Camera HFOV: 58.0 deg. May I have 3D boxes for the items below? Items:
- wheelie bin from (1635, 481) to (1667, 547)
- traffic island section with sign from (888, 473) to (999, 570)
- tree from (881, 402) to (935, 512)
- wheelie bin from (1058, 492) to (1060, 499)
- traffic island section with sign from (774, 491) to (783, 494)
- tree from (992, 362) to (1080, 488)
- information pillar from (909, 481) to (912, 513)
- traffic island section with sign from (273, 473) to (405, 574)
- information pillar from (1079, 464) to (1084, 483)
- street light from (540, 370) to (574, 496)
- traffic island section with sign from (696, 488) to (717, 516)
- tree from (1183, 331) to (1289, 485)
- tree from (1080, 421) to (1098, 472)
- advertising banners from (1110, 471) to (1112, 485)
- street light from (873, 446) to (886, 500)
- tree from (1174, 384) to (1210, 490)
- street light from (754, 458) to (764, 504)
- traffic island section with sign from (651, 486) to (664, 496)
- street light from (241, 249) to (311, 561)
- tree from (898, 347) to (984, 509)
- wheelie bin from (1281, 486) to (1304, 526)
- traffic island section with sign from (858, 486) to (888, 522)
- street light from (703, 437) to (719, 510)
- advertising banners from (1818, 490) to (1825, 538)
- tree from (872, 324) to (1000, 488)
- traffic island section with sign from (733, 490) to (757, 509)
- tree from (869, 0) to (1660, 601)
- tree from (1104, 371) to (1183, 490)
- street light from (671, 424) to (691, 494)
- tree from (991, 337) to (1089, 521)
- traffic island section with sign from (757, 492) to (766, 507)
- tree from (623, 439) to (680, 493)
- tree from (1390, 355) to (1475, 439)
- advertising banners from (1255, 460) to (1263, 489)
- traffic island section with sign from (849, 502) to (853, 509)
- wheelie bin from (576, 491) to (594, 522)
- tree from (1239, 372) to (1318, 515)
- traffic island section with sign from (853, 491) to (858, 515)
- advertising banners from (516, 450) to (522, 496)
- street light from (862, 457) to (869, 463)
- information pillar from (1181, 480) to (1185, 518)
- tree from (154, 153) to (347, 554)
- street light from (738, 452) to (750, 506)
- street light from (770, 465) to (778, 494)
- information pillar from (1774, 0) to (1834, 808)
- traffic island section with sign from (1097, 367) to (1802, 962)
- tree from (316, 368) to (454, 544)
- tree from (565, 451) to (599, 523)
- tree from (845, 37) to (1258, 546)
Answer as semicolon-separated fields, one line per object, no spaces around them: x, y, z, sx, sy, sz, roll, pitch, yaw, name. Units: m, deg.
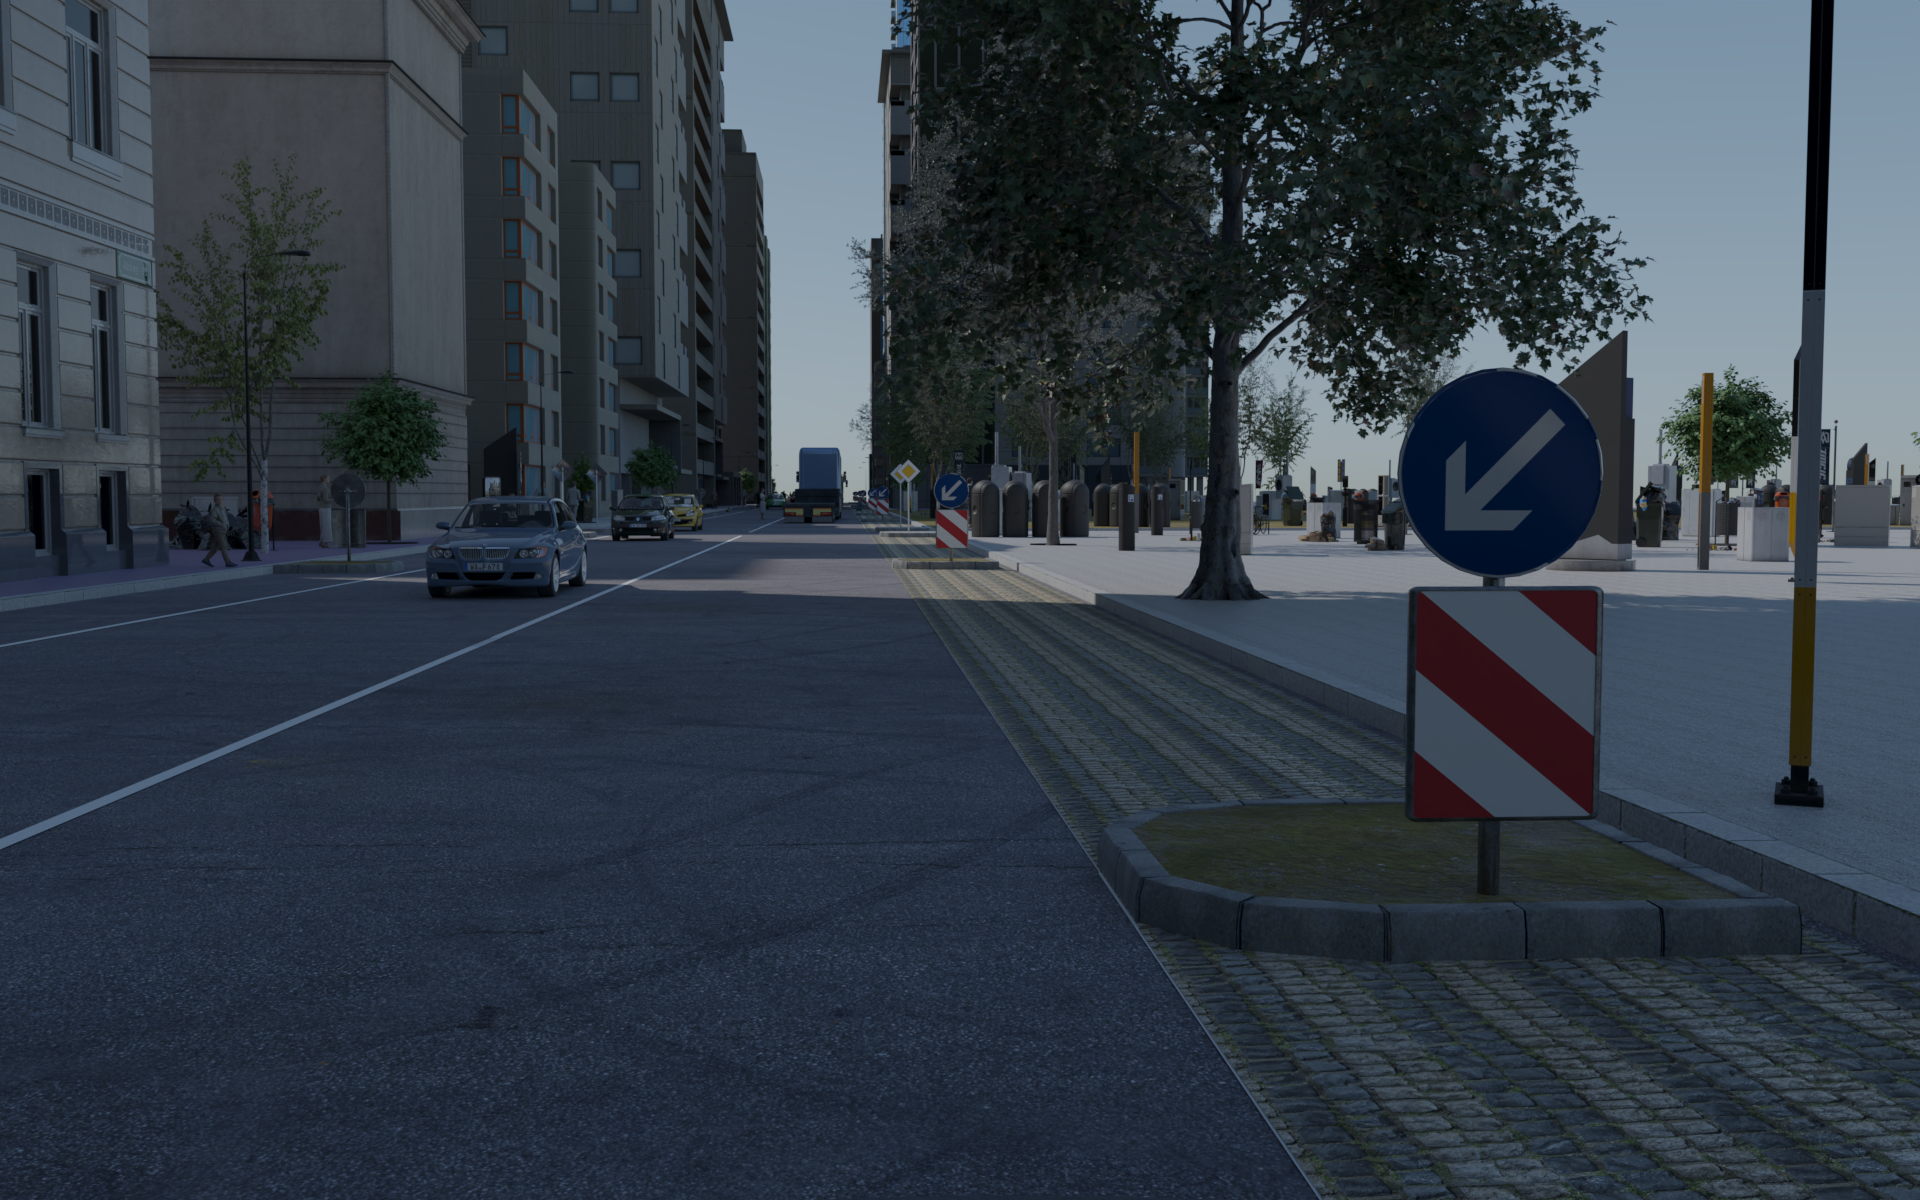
16.683;-2.075;41.839;0.693;1.594;0.980;2;4;26;wheelie bin
-0.319;-1.527;33.588;1.989;1.847;2.006;0;4;-4;traffic island section with sign
-3.435;-10.622;124.024;4.737;8.622;4.395;0;3;0;tree
3.428;-3.567;66.222;0.980;1.594;0.693;0;4;-7;wheelie bin
-28.046;-16.263;274.519;1.989;1.847;2.006;0;4;-4;traffic island section with sign
3.768;-8.533;89.871;4.737;8.622;4.395;0;3;0;tree
-3.477;-7.886;120.284;0.183;3.616;0.504;1;4;14;information pillar
-11.482;-1.444;32.232;1.989;1.847;2.006;0;4;-4;traffic island section with sign
9.508;-8.814;135.460;0.504;3.616;0.183;-3;5;-41;information pillar
-15.172;-5.661;65.103;1.470;5.913;1.316;0;4;-4;street light
-17.121;-6.483;114.630;1.989;1.847;2.006;0;4;-4;traffic island section with sign
12.812;-7.861;78.882;4.360;8.622;3.978;0;3;0;tree
7.553;-10.481;121.722;4.737;8.622;4.395;0;3;0;tree
11.374;-8.101;128.647;0.090;3.025;2.074;0;4;-7;advertising banners
-7.781;-11.910;167.274;1.470;5.913;1.316;0;4;-4;street light
15.753;-9.733;109.498;4.737;8.622;4.395;0;3;0;tree
-26.105;-15.416;224.596;1.470;5.913;1.316;0;4;-4;street light
-15.278;-4.839;87.737;1.989;1.847;2.006;0;4;-4;traffic island section with sign
-13.028;-3.699;33.014;1.470;5.913;1.316;0;4;-4;street light
-0.990;-8.029;81.638;4.360;8.622;3.978;0;3;0;tree
13.329;-3.772;69.588;0.980;1.594;0.693;-2;4;-28;wheelie bin
-4.077;-4.884;88.482;1.989;1.847;2.006;0;4;-4;traffic island section with sign
-20.407;-10.333;141.482;1.470;5.913;1.316;0;4;-4;street light
24.974;-3.348;50.926;0.090;3.025;2.074;0;4;5;advertising banners
-0.999;-11.009;98.118;7.486;12.596;7.792;0;3;0;tree
-20.483;-9.496;163.892;1.989;1.847;2.006;0;4;-4;traffic island section with sign
3.319;-6.351;20.850;9.611;12.733;9.660;0;3;0;tree
9.036;-8.455;88.604;4.360;8.622;3.978;0;3;0;tree
-18.553;-8.707;114.906;1.470;5.913;1.316;0;4;-4;street light
3.583;-8.031;81.677;4.360;8.622;3.978;0;3;0;tree
-22.354;-11.159;191.079;1.989;1.847;2.006;0;4;-4;traffic island section with sign
-18.440;-7.338;103.682;4.285;4.588;4.351;0;3;0;tree
24.403;-8.504;89.405;4.360;8.622;3.978;0;3;0;tree
14.824;-5.693;89.263;0.090;3.025;2.074;-3;5;-39;advertising banners
-9.388;-9.627;166.025;1.989;1.847;2.006;0;4;-4;traffic island section with sign
-17.451;-4.440;80.500;0.980;1.594;0.693;3;4;38;wheelie bin
19.126;-9.363;103.446;4.737;8.622;4.395;0;3;0;tree
-5.974;-6.563;115.941;1.989;1.847;2.006;0;4;-4;traffic island section with sign
-17.502;-4.441;68.791;0.090;3.025;2.074;-1;4;-9;advertising banners
-11.219;-14.986;217.554;1.470;5.913;1.316;0;4;-4;street light
11.882;-5.424;93.177;0.304;2.012;0.304;-2;4;-30;information pillar
-15.198;-5.308;37.145;4.737;8.622;4.395;0;3;0;tree
-23.846;-13.379;191.281;1.470;5.913;1.316;0;4;-4;street light
-29.476;-18.481;274.698;1.470;5.913;1.316;0;4;-4;street light
3.556;-0.971;7.231;0.183;3.616;0.504;2;4;26;information pillar
1.547;0.147;6.228;1.989;1.847;2.006;0;4;-4;traffic island section with sign
-14.686;-3.730;44.704;4.285;4.588;4.351;0;3;0;tree
-16.805;-5.025;76.757;1.663;3.219;1.824;0;3;0;tree
2.305;-8.098;42.779;12.009;13.543;11.850;0;3;0;tree
